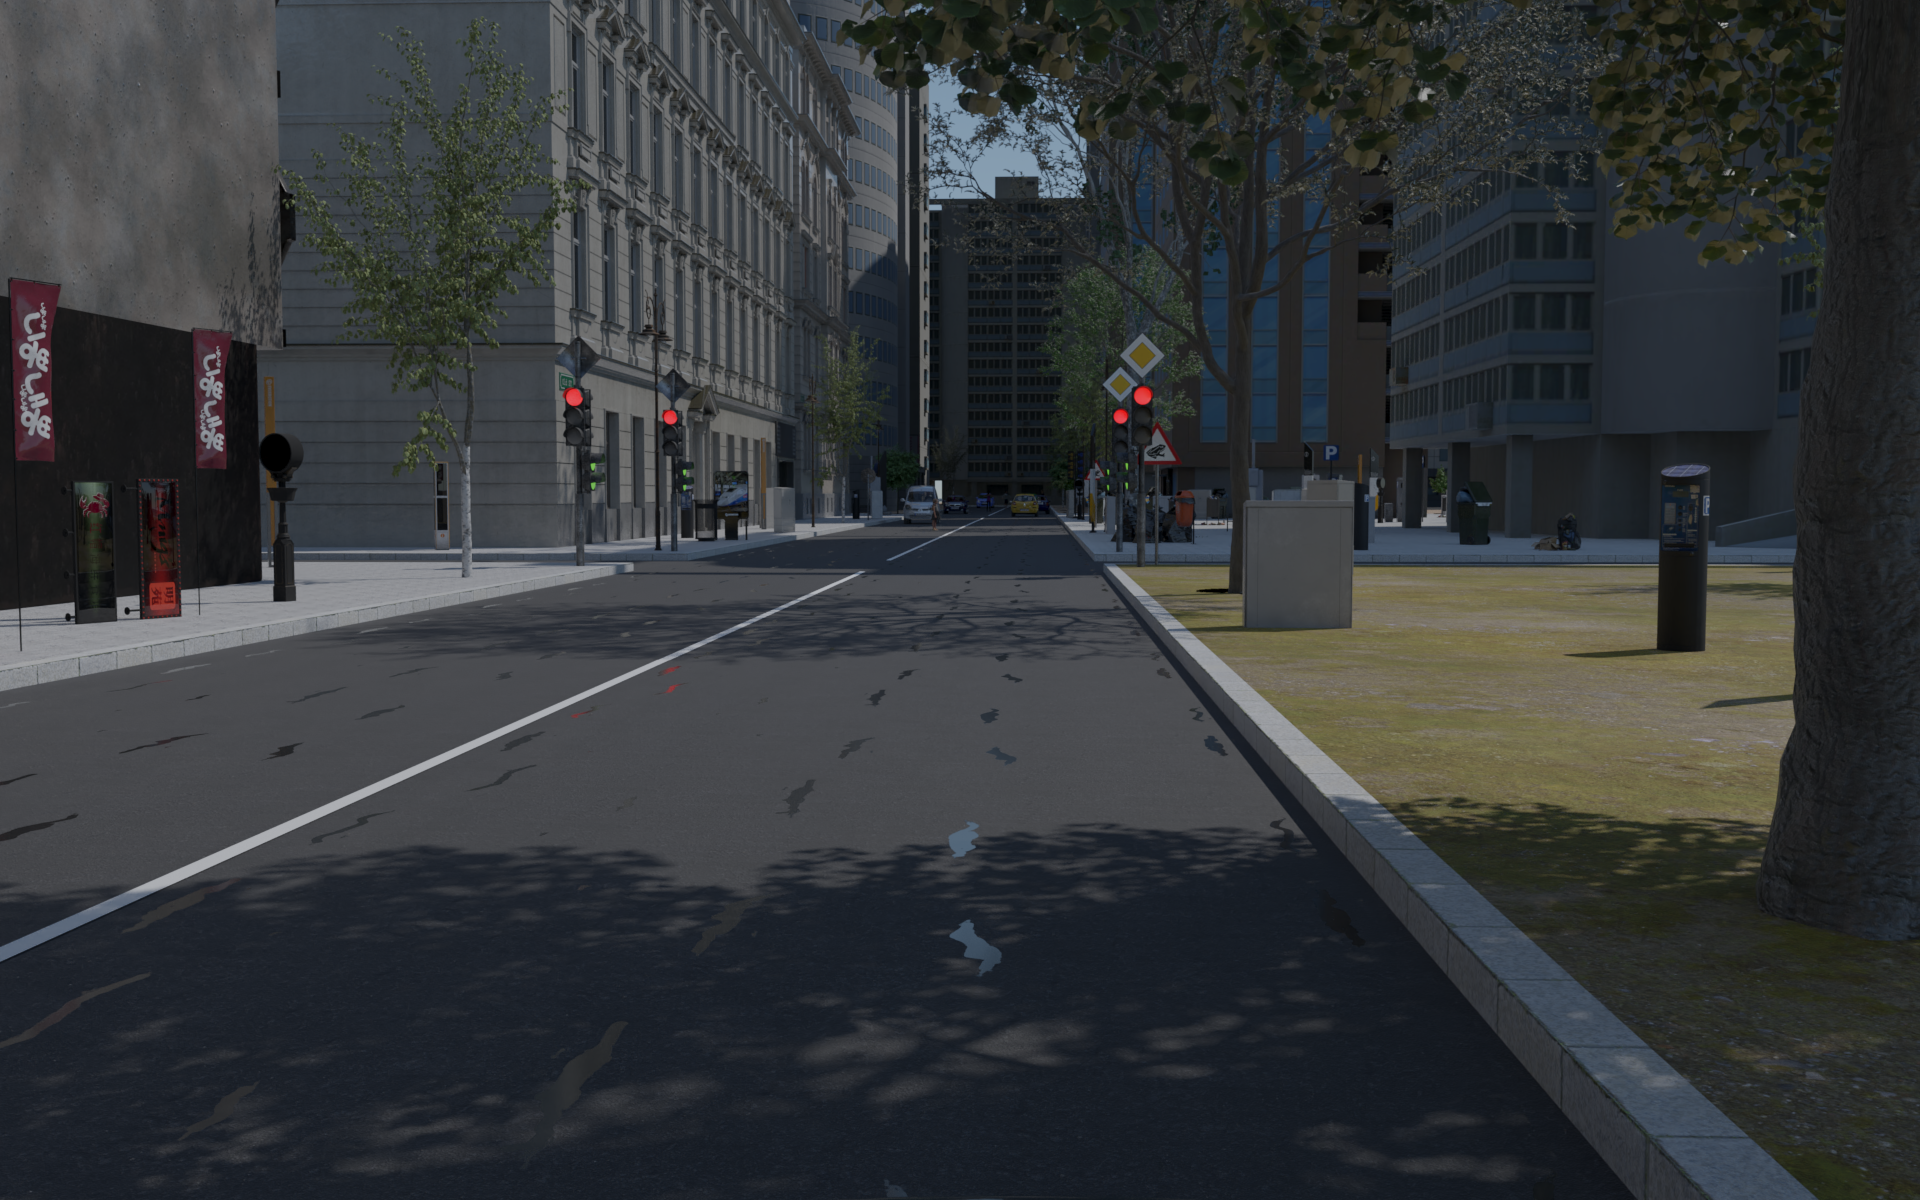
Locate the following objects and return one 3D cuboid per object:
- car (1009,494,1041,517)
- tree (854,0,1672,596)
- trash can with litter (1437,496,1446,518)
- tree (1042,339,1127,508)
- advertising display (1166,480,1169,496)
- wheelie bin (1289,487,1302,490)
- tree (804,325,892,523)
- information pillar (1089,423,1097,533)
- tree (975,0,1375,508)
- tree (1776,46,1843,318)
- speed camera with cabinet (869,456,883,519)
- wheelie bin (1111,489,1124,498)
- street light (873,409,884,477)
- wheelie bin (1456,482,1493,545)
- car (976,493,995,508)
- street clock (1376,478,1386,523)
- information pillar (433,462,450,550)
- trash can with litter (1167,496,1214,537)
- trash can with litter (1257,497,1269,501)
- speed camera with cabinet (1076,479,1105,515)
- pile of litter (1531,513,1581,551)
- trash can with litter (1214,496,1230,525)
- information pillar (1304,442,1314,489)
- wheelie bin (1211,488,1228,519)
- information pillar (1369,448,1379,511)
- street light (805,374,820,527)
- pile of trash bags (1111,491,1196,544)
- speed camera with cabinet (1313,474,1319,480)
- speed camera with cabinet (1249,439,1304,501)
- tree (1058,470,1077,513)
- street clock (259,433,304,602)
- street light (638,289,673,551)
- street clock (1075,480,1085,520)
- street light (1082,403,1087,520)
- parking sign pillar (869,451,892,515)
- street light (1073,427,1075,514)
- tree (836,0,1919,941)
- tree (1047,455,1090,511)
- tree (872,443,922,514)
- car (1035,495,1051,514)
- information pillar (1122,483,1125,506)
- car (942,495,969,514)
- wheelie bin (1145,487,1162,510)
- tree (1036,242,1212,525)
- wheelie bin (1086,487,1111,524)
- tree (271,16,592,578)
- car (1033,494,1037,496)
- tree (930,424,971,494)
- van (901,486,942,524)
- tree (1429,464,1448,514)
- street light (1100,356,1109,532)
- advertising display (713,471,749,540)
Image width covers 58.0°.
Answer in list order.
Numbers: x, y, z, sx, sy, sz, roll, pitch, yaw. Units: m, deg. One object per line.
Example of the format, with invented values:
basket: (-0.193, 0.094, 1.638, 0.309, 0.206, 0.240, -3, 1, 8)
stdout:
car: (4.149, -6.137, 110.571, 2.015, 1.641, 3.980, 0, 4, 3)
tree: (3.503, -6.829, 22.020, 12.009, 13.543, 11.850, 0, 3, 0)
trash can with litter: (27.033, -5.111, 94.624, 2.233, 1.210, 1.678, 0, 4, 2)
tree: (6.535, -8.002, 81.197, 4.737, 8.622, 4.395, 0, 3, 0)
advertising display: (9.517, -4.538, 79.409, 0.123, 1.923, 0.974, 0, 4, 6)
wheelie bin: (14.650, -4.158, 75.884, 0.980, 1.594, 0.693, -2, 4, -31)
tree: (-5.122, -7.708, 76.385, 4.737, 8.622, 4.395, 0, 3, 0)
information pillar: (4.394, -4.034, 57.316, 0.183, 3.616, 0.504, 1, 4, 15)
tree: (6.057, -11.734, 47.740, 12.611, 20.169, 13.585, 0, 3, 0)
tree: (14.127, -4.568, 25.048, 4.737, 8.622, 4.395, 0, 3, 0)
speed camera with cabinet: (-4.333, -5.805, 89.253, 0.660, 3.252, 2.038, 0, 4, -6)
wheelie bin: (6.978, -4.295, 78.124, 0.980, 1.594, 0.693, -3, 5, -41)
street light: (-4.418, -7.413, 93.997, 0.468, 5.910, 1.993, 0, 4, 3)
wheelie bin: (12.968, -2.195, 43.798, 0.980, 1.594, 0.693, -2, 4, -31)
car: (2.617, -10.260, 177.336, 1.945, 1.707, 3.694, 0, 4, 4)
street clock: (18.527, -4.385, 76.269, 0.358, 2.002, 0.471, 3, 5, 42)
information pillar: (-11.858, -2.146, 39.582, 0.304, 2.012, 0.304, -2, 4, -25)
trash can with litter: (6.370, -2.506, 52.026, 1.678, 1.210, 2.233, -1, 4, -12)
trash can with litter: (13.041, -3.856, 74.433, 0.624, 1.170, 1.055, 1, 4, 14)
speed camera with cabinet: (8.023, -6.846, 106.274, 2.038, 3.252, 0.660, 3, 5, 45)
pile of litter: (13.672, -1.578, 39.759, 1.176, 0.858, 1.719, 3, 5, 44)
trash can with litter: (10.113, -3.704, 71.615, 2.233, 1.210, 1.678, 2, 4, 27)
information pillar: (15.619, -5.280, 77.678, 0.183, 3.616, 0.504, -3, 5, -40)
wheelie bin: (13.370, -4.967, 89.118, 0.980, 1.594, 0.693, -2, 4, -24)
information pillar: (20.900, -5.880, 87.497, 0.504, 3.616, 0.183, -1, 4, -18)
street light: (-5.660, -5.739, 66.623, 0.468, 5.910, 1.993, 0, 4, 3)
pile of trash bags: (5.343, -2.191, 45.582, 1.912, 1.369, 3.447, -1, 4, -17)
speed camera with cabinet: (15.206, -5.145, 78.451, 2.038, 3.252, 0.660, 0, 4, -5)
speed camera with cabinet: (11.272, -4.164, 62.420, 2.038, 3.252, 0.660, 1, 4, 13)
tree: (7.585, -7.477, 116.852, 1.663, 3.219, 1.824, 0, 3, 0)
street clock: (-8.077, -0.984, 20.657, 0.471, 2.002, 0.358, 1, 4, 18)
street light: (-6.859, -4.061, 39.186, 0.468, 5.910, 1.993, 0, 4, 3)
street clock: (5.997, -5.026, 86.745, 0.471, 2.002, 0.358, 3, 4, 39)
street light: (6.091, -6.884, 85.339, 0.468, 5.910, 1.993, 0, 4, 3)
parking sign pillar: (-4.924, -7.235, 106.769, 1.447, 3.967, 1.447, 1, 4, 16)
street light: (7.445, -8.543, 112.473, 0.468, 5.910, 1.993, 0, 4, 3)
tree: (2.908, -6.012, 4.947, 9.857, 13.997, 8.962, 0, 3, 0)
tree: (8.405, -9.151, 133.335, 4.285, 4.588, 4.351, 0, 3, 0)
tree: (-4.057, -7.775, 110.829, 4.285, 4.588, 4.351, 0, 3, 0)
car: (5.574, -6.855, 124.659, 1.945, 1.354, 3.894, 0, 4, 1)
information pillar: (9.105, -5.703, 97.731, 0.304, 2.012, 0.304, 2, 4, 31)
car: (-0.301, -6.948, 126.176, 1.945, 1.354, 3.894, 0, 4, 2)
wheelie bin: (8.358, -4.101, 74.964, 0.693, 1.594, 0.980, 2, 4, 24)
tree: (6.679, -8.911, 71.442, 9.928, 11.665, 9.643, 0, 3, 0)
wheelie bin: (5.926, -4.107, 75.054, 0.980, 1.594, 0.693, 1, 4, 9)
tree: (-7.831, -4.651, 26.405, 4.737, 8.622, 4.395, 0, 3, 0)
car: (6.899, -9.872, 170.203, 1.959, 1.807, 4.718, 0, 4, 3)
tree: (-0.943, -14.160, 181.871, 4.360, 8.622, 3.978, 0, 3, 0)
van: (-1.849, -4.711, 84.040, 2.013, 2.044, 4.112, 0, 4, 1)
tree: (30.802, -7.125, 111.094, 1.663, 3.219, 1.824, 0, 3, 0)
street light: (4.926, -5.228, 58.263, 0.468, 5.910, 1.993, 0, 4, 3)
advertising display: (-6.349, -2.621, 48.063, 0.974, 1.923, 0.123, -1, 4, -17)
